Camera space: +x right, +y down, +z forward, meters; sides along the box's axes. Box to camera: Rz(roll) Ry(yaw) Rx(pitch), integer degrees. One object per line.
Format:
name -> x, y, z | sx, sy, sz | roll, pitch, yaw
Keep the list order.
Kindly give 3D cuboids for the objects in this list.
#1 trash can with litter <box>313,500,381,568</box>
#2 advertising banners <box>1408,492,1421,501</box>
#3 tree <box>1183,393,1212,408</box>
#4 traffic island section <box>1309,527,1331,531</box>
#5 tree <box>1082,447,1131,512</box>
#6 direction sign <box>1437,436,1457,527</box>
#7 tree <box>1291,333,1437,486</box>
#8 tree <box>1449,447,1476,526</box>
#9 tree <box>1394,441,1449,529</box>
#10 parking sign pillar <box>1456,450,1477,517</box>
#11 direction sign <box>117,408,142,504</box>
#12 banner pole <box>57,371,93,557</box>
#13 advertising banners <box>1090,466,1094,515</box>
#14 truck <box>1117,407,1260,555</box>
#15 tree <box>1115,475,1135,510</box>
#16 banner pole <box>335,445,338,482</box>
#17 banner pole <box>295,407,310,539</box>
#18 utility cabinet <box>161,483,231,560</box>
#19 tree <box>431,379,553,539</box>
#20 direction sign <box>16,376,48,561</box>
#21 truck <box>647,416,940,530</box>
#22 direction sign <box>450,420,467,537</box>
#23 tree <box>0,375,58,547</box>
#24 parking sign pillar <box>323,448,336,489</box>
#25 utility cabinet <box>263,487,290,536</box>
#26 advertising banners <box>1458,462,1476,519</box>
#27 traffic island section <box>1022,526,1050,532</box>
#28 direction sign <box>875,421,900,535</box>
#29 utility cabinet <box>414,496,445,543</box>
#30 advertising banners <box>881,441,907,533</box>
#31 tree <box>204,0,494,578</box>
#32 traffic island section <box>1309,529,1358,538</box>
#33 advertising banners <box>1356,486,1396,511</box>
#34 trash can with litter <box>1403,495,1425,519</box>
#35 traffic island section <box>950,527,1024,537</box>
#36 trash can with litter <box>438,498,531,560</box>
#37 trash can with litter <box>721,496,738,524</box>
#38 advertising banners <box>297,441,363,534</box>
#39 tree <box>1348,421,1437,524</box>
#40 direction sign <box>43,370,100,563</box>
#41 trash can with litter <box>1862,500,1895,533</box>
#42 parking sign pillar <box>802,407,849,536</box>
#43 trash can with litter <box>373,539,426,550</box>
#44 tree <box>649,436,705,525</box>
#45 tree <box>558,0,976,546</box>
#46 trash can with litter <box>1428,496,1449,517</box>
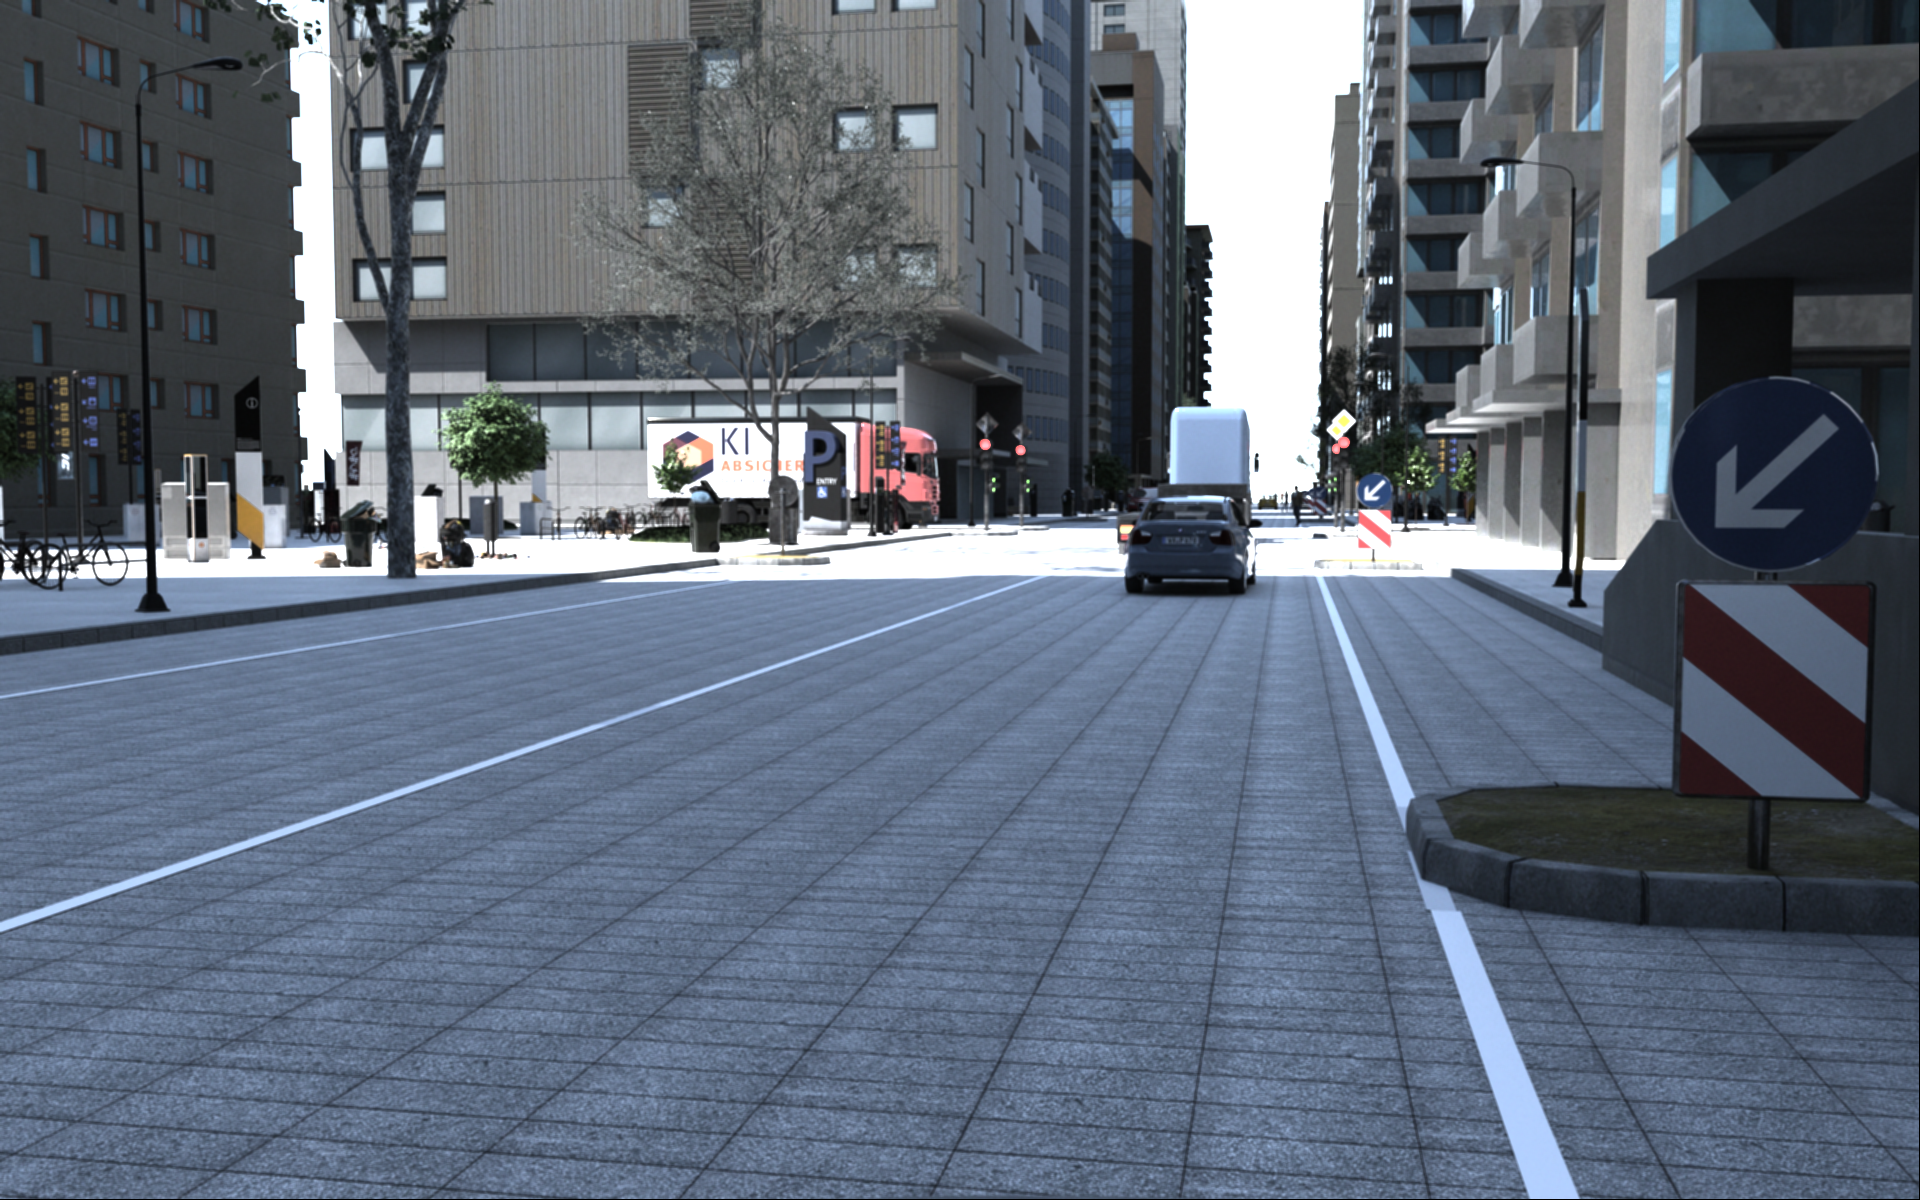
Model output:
trash can with litter -> -10.674, -1.148, 30.151 | 1.055, 1.170, 0.624 | -3, 5, -44
advertising banners -> 27.580, -6.727, 106.180 | 0.090, 3.025, 2.074 | -1, 4, -21
tree -> 28.279, -18.968, 216.777 | 9.857, 13.997, 8.962 | 0, 3, 0
traffic island section -> 14.214, -2.637, 65.388 | 2.009, 0.180, 2.903 | 1, 4, 11
tree -> 10.330, -8.447, 121.825 | 4.285, 4.588, 4.351 | 0, 3, 0
direction sign -> 19.087, -4.642, 67.893 | 0.379, 3.537, 0.876 | -3, 4, -39
tree -> 23.383, -10.105, 99.633 | 8.767, 10.594, 7.601 | 2, 4, 24
tree -> 20.865, -4.656, 70.720 | 1.663, 3.219, 1.824 | 0, 3, 0
tree -> 16.725, -4.236, 63.866 | 1.663, 3.219, 1.824 | 0, 3, 0
parking sign pillar -> 28.442, -6.612, 96.585 | 1.447, 3.967, 1.447 | 0, 4, 3
direction sign -> -22.115, -3.314, 46.173 | 0.379, 3.537, 0.876 | 1, 4, 12
banner pole -> -18.147, -2.773, 35.353 | 0.863, 3.779, 0.401 | 2, 4, 24
advertising banners -> 8.112, -6.747, 106.496 | 0.090, 3.025, 2.074 | 1, 4, 12
truck -> 6.568, -3.562, 47.991 | 2.967, 4.110, 18.799 | 1, 4, 11
tree -> 12.872, -8.778, 138.116 | 1.663, 3.219, 1.824 | 0, 3, 0
banner pole -> -31.531, -5.969, 87.609 | 0.401, 3.779, 0.863 | -1, 4, -12
banner pole -> -19.151, -3.685, 50.273 | 0.401, 3.779, 0.863 | -2, 4, -24
utility cabinet -> -14.785, -1.520, 33.527 | 1.173, 1.500, 0.318 | 0, 4, -7
tree -> -13.390, -4.026, 49.540 | 4.285, 4.588, 4.351 | 0, 3, 0
direction sign -> -17.715, -2.538, 33.494 | 0.876, 3.537, 0.379 | -1, 4, -16
truck -> -5.770, -4.593, 64.005 | 11.283, 4.237, 2.839 | 1, 4, 9
direction sign -> -15.091, -3.686, 52.262 | 0.379, 3.537, 0.876 | 1, 4, 20
tree -> -23.825, -3.582, 42.276 | 4.285, 4.588, 4.351 | 0, 3, 0
parking sign pillar -> -36.725, -6.904, 101.357 | 1.447, 3.967, 1.447 | 0, 4, 7
utility cabinet -> -20.673, -2.658, 52.141 | 1.173, 1.500, 0.318 | 2, 4, 33
advertising banners -> 26.156, -5.688, 89.183 | 0.090, 3.025, 2.074 | -1, 4, -13
traffic island section -> 2.383, -2.773, 67.624 | 2.009, 0.180, 2.903 | 1, 4, 11
direction sign -> -2.245, -3.783, 53.857 | 0.876, 3.537, 0.379 | 2, 4, 28
utility cabinet -> -14.049, -2.107, 45.614 | 1.020, 1.237, 0.306 | 2, 4, 26
advertising banners -> -2.135, -3.705, 56.760 | 0.090, 3.025, 2.074 | 1, 4, 20
tree -> -7.504, -10.464, 26.978 | 12.611, 20.169, 13.585 | 0, 3, 0
traffic island section -> 12.729, -2.157, 57.542 | 2.009, 0.180, 2.903 | 1, 4, 11
advertising banners -> 20.015, -5.294, 82.752 | 2.074, 3.025, 0.090 | 1, 4, 12
trash can with litter -> 23.455, -4.725, 88.308 | 1.678, 1.210, 2.233 | 1, 4, 16
traffic island section -> 0.898, -2.293, 59.778 | 2.009, 0.180, 2.903 | 1, 4, 11
trash can with litter -> -9.311, -1.417, 34.232 | 1.678, 1.210, 2.233 | -2, 4, -27
trash can with litter -> -6.667, -2.567, 53.032 | 2.233, 1.210, 1.678 | -1, 4, -10
advertising banners -> -20.537, -3.688, 56.490 | 2.074, 3.025, 0.090 | -2, 4, -28
tree -> 19.207, -5.629, 75.748 | 4.285, 4.588, 4.351 | 0, 3, 0
direction sign -> -16.220, -2.436, 31.833 | 0.876, 3.537, 0.379 | 0, 4, 5
trash can with litter -> 10.987, -0.585, 20.615 | 1.678, 1.210, 2.233 | 0, 4, 1
parking sign pillar -> -4.142, -3.951, 53.069 | 1.447, 3.967, 1.447 | 1, 4, 22
trash can with litter -> -13.352, -1.793, 40.377 | 1.678, 1.210, 2.233 | -1, 4, -15
tree -> -9.699, -3.887, 58.151 | 1.663, 3.219, 1.824 | 0, 3, 0
tree -> -4.711, -8.102, 42.831 | 12.009, 13.543, 11.850 | 0, 3, 0
trash can with litter -> 25.194, -4.879, 91.152 | 1.055, 1.170, 0.624 | 1, 4, 12
